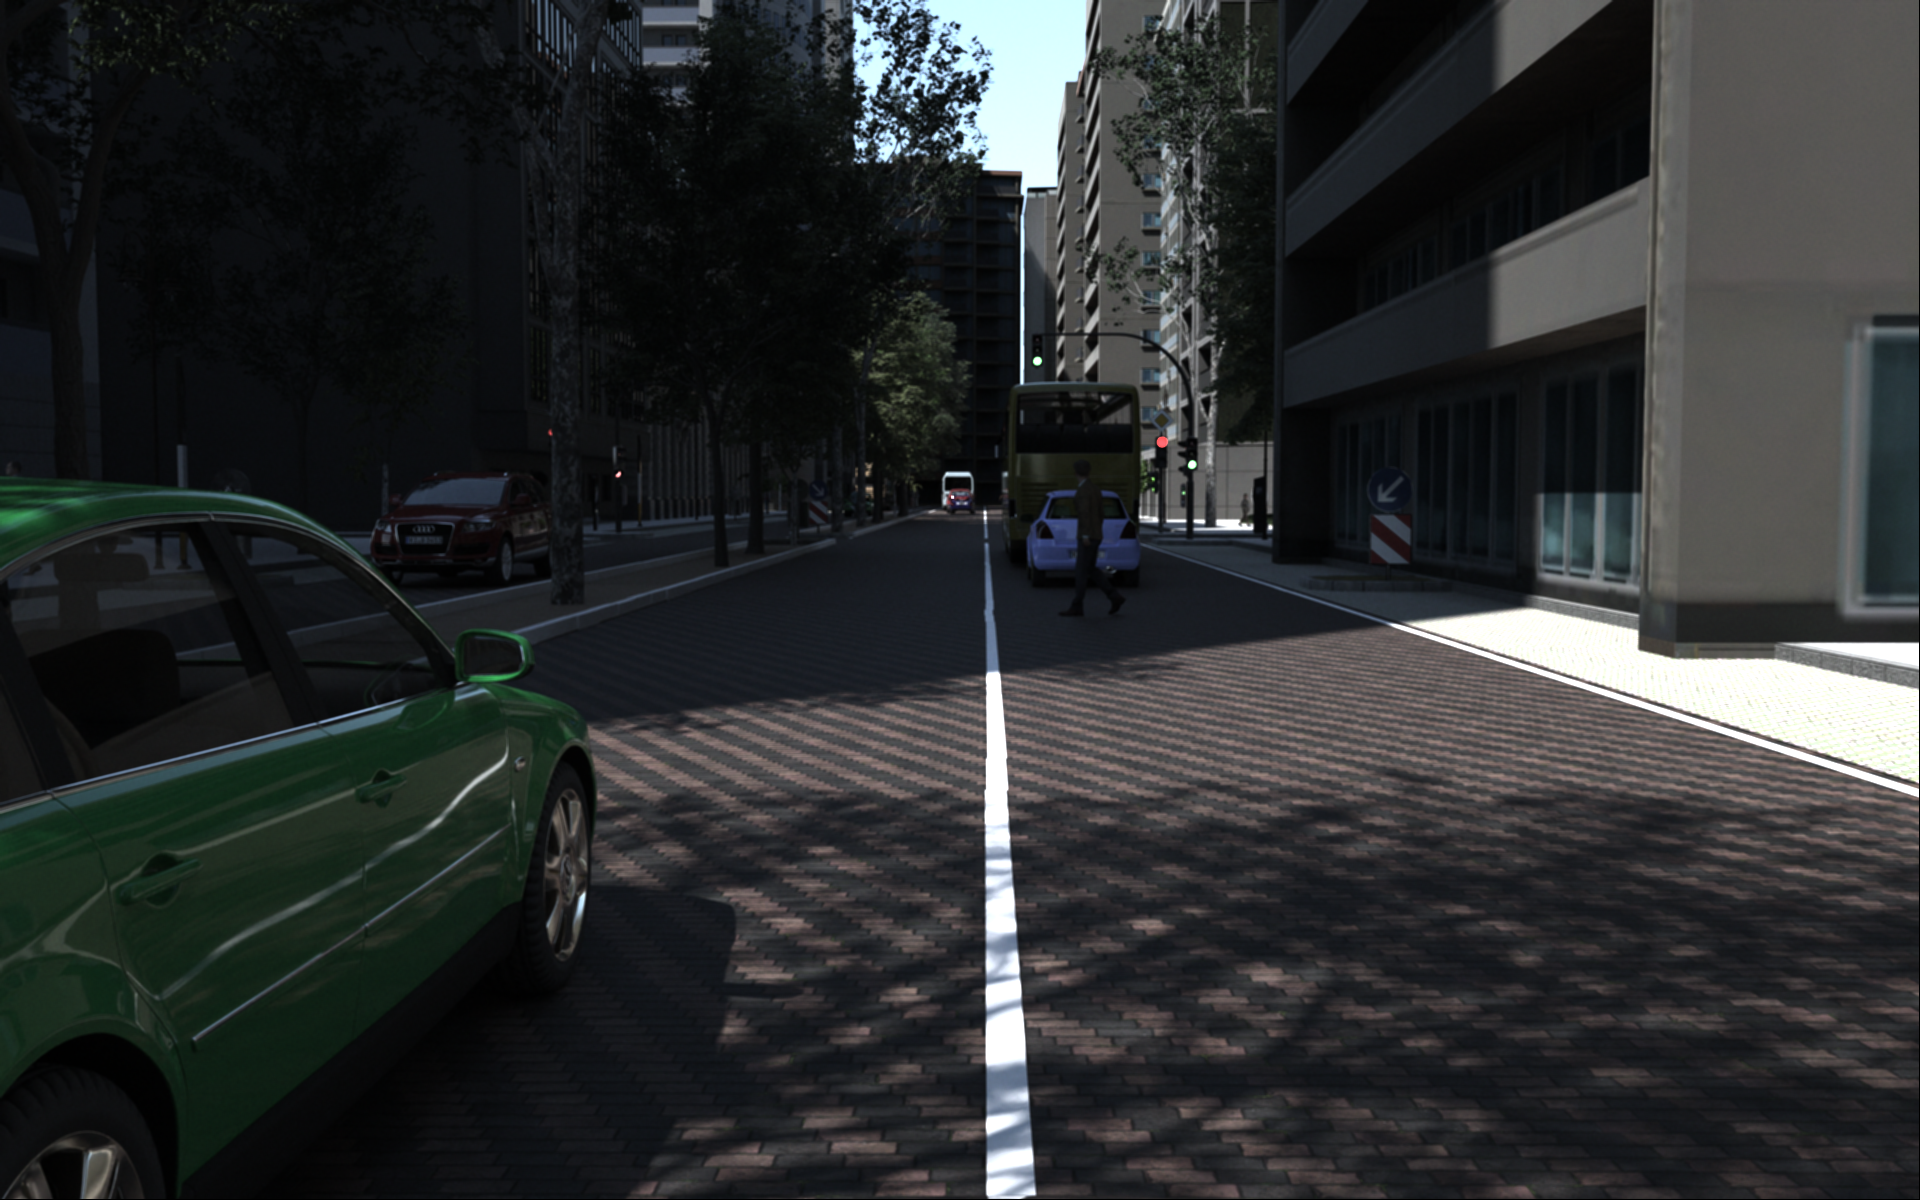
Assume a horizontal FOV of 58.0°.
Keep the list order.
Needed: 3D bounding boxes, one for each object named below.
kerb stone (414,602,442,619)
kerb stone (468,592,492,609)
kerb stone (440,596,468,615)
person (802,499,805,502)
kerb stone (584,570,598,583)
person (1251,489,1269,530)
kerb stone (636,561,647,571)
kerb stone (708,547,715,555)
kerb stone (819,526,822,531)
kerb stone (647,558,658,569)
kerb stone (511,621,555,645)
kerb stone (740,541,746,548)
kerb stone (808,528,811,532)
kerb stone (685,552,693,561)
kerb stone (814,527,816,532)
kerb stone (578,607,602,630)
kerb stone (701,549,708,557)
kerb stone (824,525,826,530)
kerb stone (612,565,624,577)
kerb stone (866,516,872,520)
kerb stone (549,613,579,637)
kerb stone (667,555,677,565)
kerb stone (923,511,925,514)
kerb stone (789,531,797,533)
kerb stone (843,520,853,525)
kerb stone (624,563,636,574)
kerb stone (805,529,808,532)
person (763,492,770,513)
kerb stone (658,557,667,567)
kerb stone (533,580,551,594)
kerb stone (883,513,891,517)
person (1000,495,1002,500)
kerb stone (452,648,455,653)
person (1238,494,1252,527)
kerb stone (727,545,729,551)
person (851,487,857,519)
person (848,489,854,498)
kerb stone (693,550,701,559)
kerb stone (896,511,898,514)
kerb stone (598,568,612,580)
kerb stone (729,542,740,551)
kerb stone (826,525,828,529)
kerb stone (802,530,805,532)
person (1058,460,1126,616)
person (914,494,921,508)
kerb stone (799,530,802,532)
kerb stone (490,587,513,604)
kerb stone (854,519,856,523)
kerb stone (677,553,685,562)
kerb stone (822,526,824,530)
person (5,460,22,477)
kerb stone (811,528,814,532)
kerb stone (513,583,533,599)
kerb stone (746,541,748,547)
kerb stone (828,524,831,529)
[{"bbox_3d":[-6.169,0.147,19.795,0.120,0.150,1.000,0,4,1],"label":"kerb stone"},{"bbox_3d":[-6.140,0.022,21.838,0.120,0.150,1.000,0,4,1],"label":"kerb stone"},{"bbox_3d":[-6.150,0.084,20.817,0.120,0.150,1.000,0,4,1],"label":"kerb stone"},{"bbox_3d":[-10.778,-6.581,116.221,0.709,1.813,0.853,-2,4,-25],"label":"person"},{"bbox_3d":[-6.056,-0.354,27.979,0.120,0.150,1.000,0,4,1],"label":"kerb stone"},{"bbox_3d":[10.680,-3.409,61.626,0.661,1.843,0.795,2,4,34],"label":"person"},{"bbox_3d":[-6.005,-0.605,32.094,0.120,0.150,1.000,0,4,1],"label":"kerb stone"},{"bbox_3d":[-5.883,-1.107,40.287,0.120,0.150,1.000,0,4,1],"label":"kerb stone"},{"bbox_3d":[-5.516,-2.707,66.450,0.120,0.150,1.000,0,4,1],"label":"kerb stone"},{"bbox_3d":[-5.979,-0.663,33.116,0.120,0.150,1.000,0,4,1],"label":"kerb stone"},{"bbox_3d":[-4.114,0.336,16.707,0.120,0.150,1.000,0,4,1],"label":"kerb stone"},{"bbox_3d":[-5.813,-1.420,45.410,0.120,0.150,1.000,0,4,1],"label":"kerb stone"},{"bbox_3d":[-5.571,-2.455,62.351,0.120,0.150,1.000,0,4,1],"label":"kerb stone"},{"bbox_3d":[-5.927,-0.916,37.209,0.120,0.150,1.000,0,4,1],"label":"kerb stone"},{"bbox_3d":[-5.541,-2.581,64.401,0.120,0.150,1.000,0,4,1],"label":"kerb stone"},{"bbox_3d":[-4.074,0.210,18.762,0.120,0.150,1.000,0,4,1],"label":"kerb stone"},{"bbox_3d":[-5.899,-1.044,39.257,0.120,0.150,1.000,0,4,1],"label":"kerb stone"},{"bbox_3d":[-5.490,-2.832,68.501,0.120,0.150,1.000,0,4,1],"label":"kerb stone"},{"bbox_3d":[-6.029,-0.480,30.046,0.120,0.150,1.000,0,4,1],"label":"kerb stone"},{"bbox_3d":[-5.071,-4.651,98.239,0.120,0.150,1.000,0,4,1],"label":"kerb stone"},{"bbox_3d":[-4.104,0.273,17.739,0.120,0.150,1.000,0,4,1],"label":"kerb stone"},{"bbox_3d":[-5.947,-0.793,35.159,0.120,0.150,1.000,0,4,1],"label":"kerb stone"},{"bbox_3d":[-2.675,-5.905,118.738,0.120,0.150,1.000,0,4,1],"label":"kerb stone"},{"bbox_3d":[-5.631,-2.206,58.256,0.120,0.150,1.000,0,4,1],"label":"kerb stone"},{"bbox_3d":[-5.296,-3.647,81.820,0.120,0.150,1.000,0,4,1],"label":"kerb stone"},{"bbox_3d":[-6.015,-0.543,31.068,0.120,0.150,1.000,0,4,1],"label":"kerb stone"},{"bbox_3d":[-5.587,-2.393,61.328,0.120,0.150,1.000,0,4,1],"label":"kerb stone"},{"bbox_3d":[-13.168,-6.787,117.854,0.563,1.720,0.643,3,4,37],"label":"person"},{"bbox_3d":[-5.970,-0.730,34.138,0.120,0.150,1.000,0,4,1],"label":"kerb stone"},{"bbox_3d":[-6.099,-0.166,24.914,0.120,0.150,1.000,0,4,1],"label":"kerb stone"},{"bbox_3d":[-4.840,-5.653,114.669,0.120,0.150,1.000,0,4,1],"label":"kerb stone"},{"bbox_3d":[3.548,-7.826,136.474,0.705,1.822,1.348,-3,5,-44],"label":"person"},{"bbox_3d":[-4.146,0.461,14.654,0.120,0.150,1.000,0,4,1],"label":"kerb stone"},{"bbox_3d":[11.163,-3.511,67.720,0.640,1.303,0.475,2,4,30],"label":"person"},{"bbox_3d":[-5.854,-1.232,42.338,0.120,0.150,1.000,0,4,1],"label":"kerb stone"},{"bbox_3d":[-6.149,-5.678,101.192,0.638,1.841,0.748,3,5,41],"label":"person"},{"bbox_3d":[-11.500,-10.962,185.281,0.705,1.822,1.348,-3,4,-36],"label":"person"},{"bbox_3d":[-5.914,-0.981,38.235,0.120,0.150,1.000,0,4,1],"label":"kerb stone"},{"bbox_3d":[-4.711,-6.222,123.919,0.120,0.150,1.000,0,4,1],"label":"kerb stone"},{"bbox_3d":[-6.034,-0.417,29.015,0.120,0.150,1.000,0,4,1],"label":"kerb stone"},{"bbox_3d":[-5.823,-1.356,44.388,0.120,0.150,1.000,0,4,1],"label":"kerb stone"},{"bbox_3d":[-5.485,-2.894,69.523,0.120,0.150,1.000,0,4,1],"label":"kerb stone"},{"bbox_3d":[-5.601,-2.320,60.307,0.120,0.150,1.000,0,4,1],"label":"kerb stone"},{"bbox_3d":[1.548,-0.738,20.485,0.836,1.842,0.656,-1,4,-10],"label":"person"},{"bbox_3d":[-4.605,-10.524,181.291,1.217,1.736,0.721,-2,4,-35],"label":"person"},{"bbox_3d":[-5.618,-2.268,59.284,0.120,0.150,1.000,0,4,1],"label":"kerb stone"},{"bbox_3d":[-6.126,-0.041,22.860,0.120,0.150,1.000,0,4,1],"label":"kerb stone"},{"bbox_3d":[-5.274,-3.772,83.877,0.120,0.150,1.000,0,4,1],"label":"kerb stone"},{"bbox_3d":[-5.943,-0.854,36.185,0.120,0.150,1.000,0,4,1],"label":"kerb stone"},{"bbox_3d":[-5.500,-2.770,67.479,0.120,0.150,1.000,0,4,1],"label":"kerb stone"},{"bbox_3d":[-14.817,-1.283,27.118,0.767,1.812,0.694,-2,4,-32],"label":"person"},{"bbox_3d":[-5.562,-2.519,63.376,0.120,0.150,1.000,0,4,1],"label":"kerb stone"},{"bbox_3d":[-6.114,-0.103,23.883,0.120,0.150,1.000,0,4,1],"label":"kerb stone"},{"bbox_3d":[-5.793,-1.482,46.432,0.120,0.150,1.000,0,4,1],"label":"kerb stone"},{"bbox_3d":[-5.460,-2.958,70.551,0.120,0.150,1.000,0,4,1],"label":"kerb stone"}]
